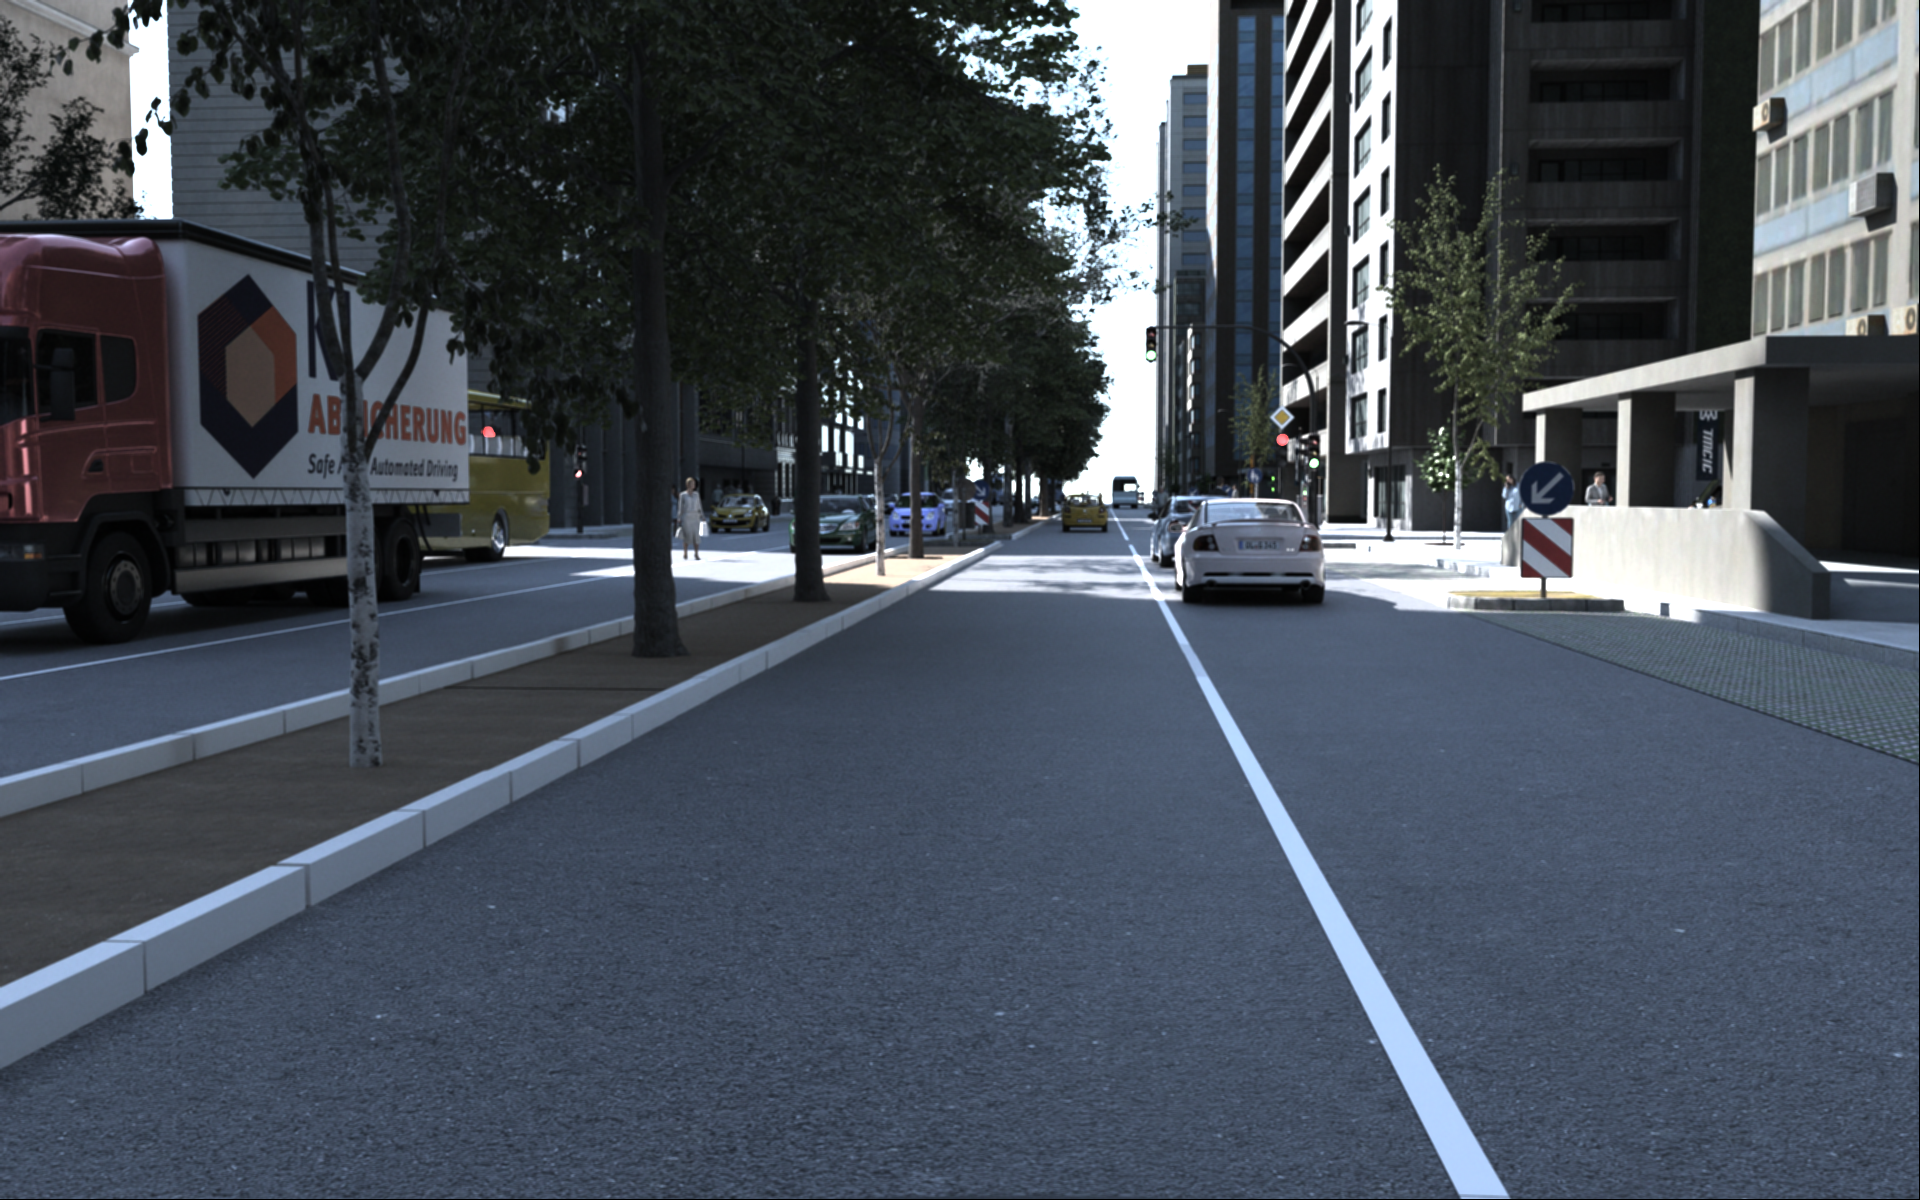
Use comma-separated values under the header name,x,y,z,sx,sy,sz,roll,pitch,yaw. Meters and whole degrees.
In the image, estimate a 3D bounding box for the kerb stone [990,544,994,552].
name,x,y,z,sx,sy,sz,roll,pitch,yaw
kerb stone,0.671,-1.222,42.276,0.120,0.150,1.000,0,4,5

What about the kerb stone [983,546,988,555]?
name,x,y,z,sx,sy,sz,roll,pitch,yaw
kerb stone,0.501,-1.103,40.228,0.120,0.150,1.000,0,4,5

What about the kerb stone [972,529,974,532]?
name,x,y,z,sx,sy,sz,roll,pitch,yaw
kerb stone,0.311,-2.524,63.461,0.120,0.150,1.000,0,4,5

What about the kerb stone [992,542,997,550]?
name,x,y,z,sx,sy,sz,roll,pitch,yaw
kerb stone,0.761,-1.288,43.302,0.120,0.150,1.000,0,4,5

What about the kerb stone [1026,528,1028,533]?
name,x,y,z,sx,sy,sz,roll,pitch,yaw
kerb stone,2.233,-2.385,61.188,0.120,0.150,1.000,0,4,5

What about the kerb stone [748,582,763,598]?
name,x,y,z,sx,sy,sz,roll,pitch,yaw
kerb stone,-2.937,-0.111,24.062,0.120,0.150,1.000,0,4,5

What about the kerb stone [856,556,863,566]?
name,x,y,z,sx,sy,sz,roll,pitch,yaw
kerb stone,-2.097,-0.738,34.262,0.120,0.150,1.000,0,4,5

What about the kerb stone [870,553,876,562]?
name,x,y,z,sx,sy,sz,roll,pitch,yaw
kerb stone,-1.927,-0.863,36.299,0.120,0.150,1.000,0,4,5

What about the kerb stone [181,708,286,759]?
name,x,y,z,sx,sy,sz,roll,pitch,yaw
kerb stone,-4.113,0.759,9.780,0.120,0.150,1.000,0,4,5

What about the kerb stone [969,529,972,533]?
name,x,y,z,sx,sy,sz,roll,pitch,yaw
kerb stone,0.228,-2.461,62.441,0.120,0.150,1.000,0,4,5

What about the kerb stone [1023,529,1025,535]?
name,x,y,z,sx,sy,sz,roll,pitch,yaw
kerb stone,2.062,-2.252,59.140,0.120,0.150,1.000,0,4,5

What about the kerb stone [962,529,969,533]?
name,x,y,z,sx,sy,sz,roll,pitch,yaw
kerb stone,0.144,-2.399,61.422,0.120,0.150,1.000,0,4,5

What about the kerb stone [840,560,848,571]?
name,x,y,z,sx,sy,sz,roll,pitch,yaw
kerb stone,-2.266,-0.613,32.218,0.120,0.150,1.000,0,4,5

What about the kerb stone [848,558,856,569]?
name,x,y,z,sx,sy,sz,roll,pitch,yaw
kerb stone,-2.180,-0.675,33.239,0.120,0.150,1.000,0,4,5

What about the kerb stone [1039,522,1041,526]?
name,x,y,z,sx,sy,sz,roll,pitch,yaw
kerb stone,3.240,-3.134,73.457,0.120,0.150,1.000,0,4,5

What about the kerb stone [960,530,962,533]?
name,x,y,z,sx,sy,sz,roll,pitch,yaw
kerb stone,-0.114,-2.210,58.352,0.120,0.150,1.000,0,4,5

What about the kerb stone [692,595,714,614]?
name,x,y,z,sx,sy,sz,roll,pitch,yaw
kerb stone,-3.190,0.073,20.998,0.120,0.150,1.000,0,4,5

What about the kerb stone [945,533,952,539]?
name,x,y,z,sx,sy,sz,roll,pitch,yaw
kerb stone,-0.364,-2.024,55.287,0.120,0.150,1.000,0,4,5

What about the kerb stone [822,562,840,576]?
name,x,y,z,sx,sy,sz,roll,pitch,yaw
kerb stone,-2.348,-0.551,31.199,0.120,0.150,1.000,0,4,5

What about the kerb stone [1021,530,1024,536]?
name,x,y,z,sx,sy,sz,roll,pitch,yaw
kerb stone,1.974,-2.197,58.121,0.120,0.150,1.000,0,4,5

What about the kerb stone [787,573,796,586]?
name,x,y,z,sx,sy,sz,roll,pitch,yaw
kerb stone,-2.682,-0.301,27.118,0.120,0.150,1.000,0,4,5

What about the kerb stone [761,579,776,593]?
name,x,y,z,sx,sy,sz,roll,pitch,yaw
kerb stone,-2.852,-0.176,25.081,0.120,0.150,1.000,0,4,5

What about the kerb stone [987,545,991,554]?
name,x,y,z,sx,sy,sz,roll,pitch,yaw
kerb stone,0.592,-1.165,41.251,0.120,0.150,1.000,0,4,5

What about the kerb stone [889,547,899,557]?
name,x,y,z,sx,sy,sz,roll,pitch,yaw
kerb stone,-1.594,-1.110,40.391,0.120,0.150,1.000,0,4,5

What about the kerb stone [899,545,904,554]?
name,x,y,z,sx,sy,sz,roll,pitch,yaw
kerb stone,-1.507,-1.175,41.409,0.120,0.150,1.000,0,4,5

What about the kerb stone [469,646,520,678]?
name,x,y,z,sx,sy,sz,roll,pitch,yaw
kerb stone,-3.768,0.510,13.859,0.120,0.150,1.000,0,4,5

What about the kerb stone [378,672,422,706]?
name,x,y,z,sx,sy,sz,roll,pitch,yaw
kerb stone,-3.945,0.635,11.817,0.120,0.150,1.000,0,4,5

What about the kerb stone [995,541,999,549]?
name,x,y,z,sx,sy,sz,roll,pitch,yaw
kerb stone,0.844,-1.348,44.331,0.120,0.150,1.000,0,4,5

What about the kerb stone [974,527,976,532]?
name,x,y,z,sx,sy,sz,roll,pitch,yaw
kerb stone,0.400,-2.582,64.479,0.120,0.150,1.000,0,4,5

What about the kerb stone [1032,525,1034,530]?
name,x,y,z,sx,sy,sz,roll,pitch,yaw
kerb stone,2.650,-2.697,66.295,0.120,0.150,1.000,0,4,5

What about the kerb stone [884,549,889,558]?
name,x,y,z,sx,sy,sz,roll,pitch,yaw
kerb stone,-1.759,-0.984,38.350,0.120,0.150,1.000,0,4,5

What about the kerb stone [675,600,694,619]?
name,x,y,z,sx,sy,sz,roll,pitch,yaw
kerb stone,-3.274,0.139,19.978,0.120,0.150,1.000,0,4,5

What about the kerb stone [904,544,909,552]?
name,x,y,z,sx,sy,sz,roll,pitch,yaw
kerb stone,-1.421,-1.238,42.442,0.120,0.150,1.000,0,4,5

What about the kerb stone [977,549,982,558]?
name,x,y,z,sx,sy,sz,roll,pitch,yaw
kerb stone,0.334,-0.978,38.179,0.120,0.150,1.000,0,4,5

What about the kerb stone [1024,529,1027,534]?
name,x,y,z,sx,sy,sz,roll,pitch,yaw
kerb stone,2.144,-2.320,60.170,0.120,0.150,1.000,0,4,5

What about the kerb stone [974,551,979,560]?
name,x,y,z,sx,sy,sz,roll,pitch,yaw
kerb stone,0.257,-0.915,37.154,0.120,0.150,1.000,0,4,5

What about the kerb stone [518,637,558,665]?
name,x,y,z,sx,sy,sz,roll,pitch,yaw
kerb stone,-3.691,0.455,14.879,0.120,0.150,1.000,0,4,5

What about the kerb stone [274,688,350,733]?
name,x,y,z,sx,sy,sz,roll,pitch,yaw
kerb stone,-4.027,0.697,10.798,0.120,0.150,1.000,0,4,5

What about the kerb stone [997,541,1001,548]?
name,x,y,z,sx,sy,sz,roll,pitch,yaw
kerb stone,0.924,-1.416,45.350,0.120,0.150,1.000,0,4,5

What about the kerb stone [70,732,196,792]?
name,x,y,z,sx,sy,sz,roll,pitch,yaw
kerb stone,-4.200,0.824,8.761,0.120,0.150,1.000,0,4,5

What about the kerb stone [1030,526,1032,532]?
name,x,y,z,sx,sy,sz,roll,pitch,yaw
kerb stone,2.479,-2.572,64.254,0.120,0.150,1.000,0,4,5

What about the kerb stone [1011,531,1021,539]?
name,x,y,z,sx,sy,sz,roll,pitch,yaw
kerb stone,1.813,-2.068,56.082,0.120,0.150,1.000,0,4,5

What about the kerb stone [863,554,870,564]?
name,x,y,z,sx,sy,sz,roll,pitch,yaw
kerb stone,-2.015,-0.797,35.281,0.120,0.150,1.000,0,4,5

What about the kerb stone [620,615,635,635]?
name,x,y,z,sx,sy,sz,roll,pitch,yaw
kerb stone,-3.431,0.261,17.935,0.120,0.150,1.000,0,4,5

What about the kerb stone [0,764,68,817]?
name,x,y,z,sx,sy,sz,roll,pitch,yaw
kerb stone,-4.274,0.884,7.737,0.120,0.150,1.000,0,4,5

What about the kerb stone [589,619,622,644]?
name,x,y,z,sx,sy,sz,roll,pitch,yaw
kerb stone,-3.523,0.323,16.916,0.120,0.150,1.000,0,4,5

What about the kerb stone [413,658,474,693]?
name,x,y,z,sx,sy,sz,roll,pitch,yaw
kerb stone,-3.866,0.572,12.839,0.120,0.150,1.000,0,4,5

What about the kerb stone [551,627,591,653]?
name,x,y,z,sx,sy,sz,roll,pitch,yaw
kerb stone,-3.615,0.389,15.898,0.120,0.150,1.000,0,4,5

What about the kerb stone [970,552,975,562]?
name,x,y,z,sx,sy,sz,roll,pitch,yaw
kerb stone,0.164,-0.853,36.136,0.120,0.150,1.000,0,4,5

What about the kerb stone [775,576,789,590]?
name,x,y,z,sx,sy,sz,roll,pitch,yaw
kerb stone,-2.768,-0.239,26.100,0.120,0.150,1.000,0,4,5

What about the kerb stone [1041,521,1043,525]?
name,x,y,z,sx,sy,sz,roll,pitch,yaw
kerb stone,3.418,-3.260,75.503,0.120,0.150,1.000,0,4,5

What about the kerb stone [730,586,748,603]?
name,x,y,z,sx,sy,sz,roll,pitch,yaw
kerb stone,-3.022,-0.052,23.038,0.120,0.150,1.000,0,4,5

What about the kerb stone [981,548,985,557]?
name,x,y,z,sx,sy,sz,roll,pitch,yaw
kerb stone,0.423,-1.037,39.202,0.120,0.150,1.000,0,4,5

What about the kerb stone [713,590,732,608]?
name,x,y,z,sx,sy,sz,roll,pitch,yaw
kerb stone,-3.102,0.011,22.019,0.120,0.150,1.000,0,4,5
